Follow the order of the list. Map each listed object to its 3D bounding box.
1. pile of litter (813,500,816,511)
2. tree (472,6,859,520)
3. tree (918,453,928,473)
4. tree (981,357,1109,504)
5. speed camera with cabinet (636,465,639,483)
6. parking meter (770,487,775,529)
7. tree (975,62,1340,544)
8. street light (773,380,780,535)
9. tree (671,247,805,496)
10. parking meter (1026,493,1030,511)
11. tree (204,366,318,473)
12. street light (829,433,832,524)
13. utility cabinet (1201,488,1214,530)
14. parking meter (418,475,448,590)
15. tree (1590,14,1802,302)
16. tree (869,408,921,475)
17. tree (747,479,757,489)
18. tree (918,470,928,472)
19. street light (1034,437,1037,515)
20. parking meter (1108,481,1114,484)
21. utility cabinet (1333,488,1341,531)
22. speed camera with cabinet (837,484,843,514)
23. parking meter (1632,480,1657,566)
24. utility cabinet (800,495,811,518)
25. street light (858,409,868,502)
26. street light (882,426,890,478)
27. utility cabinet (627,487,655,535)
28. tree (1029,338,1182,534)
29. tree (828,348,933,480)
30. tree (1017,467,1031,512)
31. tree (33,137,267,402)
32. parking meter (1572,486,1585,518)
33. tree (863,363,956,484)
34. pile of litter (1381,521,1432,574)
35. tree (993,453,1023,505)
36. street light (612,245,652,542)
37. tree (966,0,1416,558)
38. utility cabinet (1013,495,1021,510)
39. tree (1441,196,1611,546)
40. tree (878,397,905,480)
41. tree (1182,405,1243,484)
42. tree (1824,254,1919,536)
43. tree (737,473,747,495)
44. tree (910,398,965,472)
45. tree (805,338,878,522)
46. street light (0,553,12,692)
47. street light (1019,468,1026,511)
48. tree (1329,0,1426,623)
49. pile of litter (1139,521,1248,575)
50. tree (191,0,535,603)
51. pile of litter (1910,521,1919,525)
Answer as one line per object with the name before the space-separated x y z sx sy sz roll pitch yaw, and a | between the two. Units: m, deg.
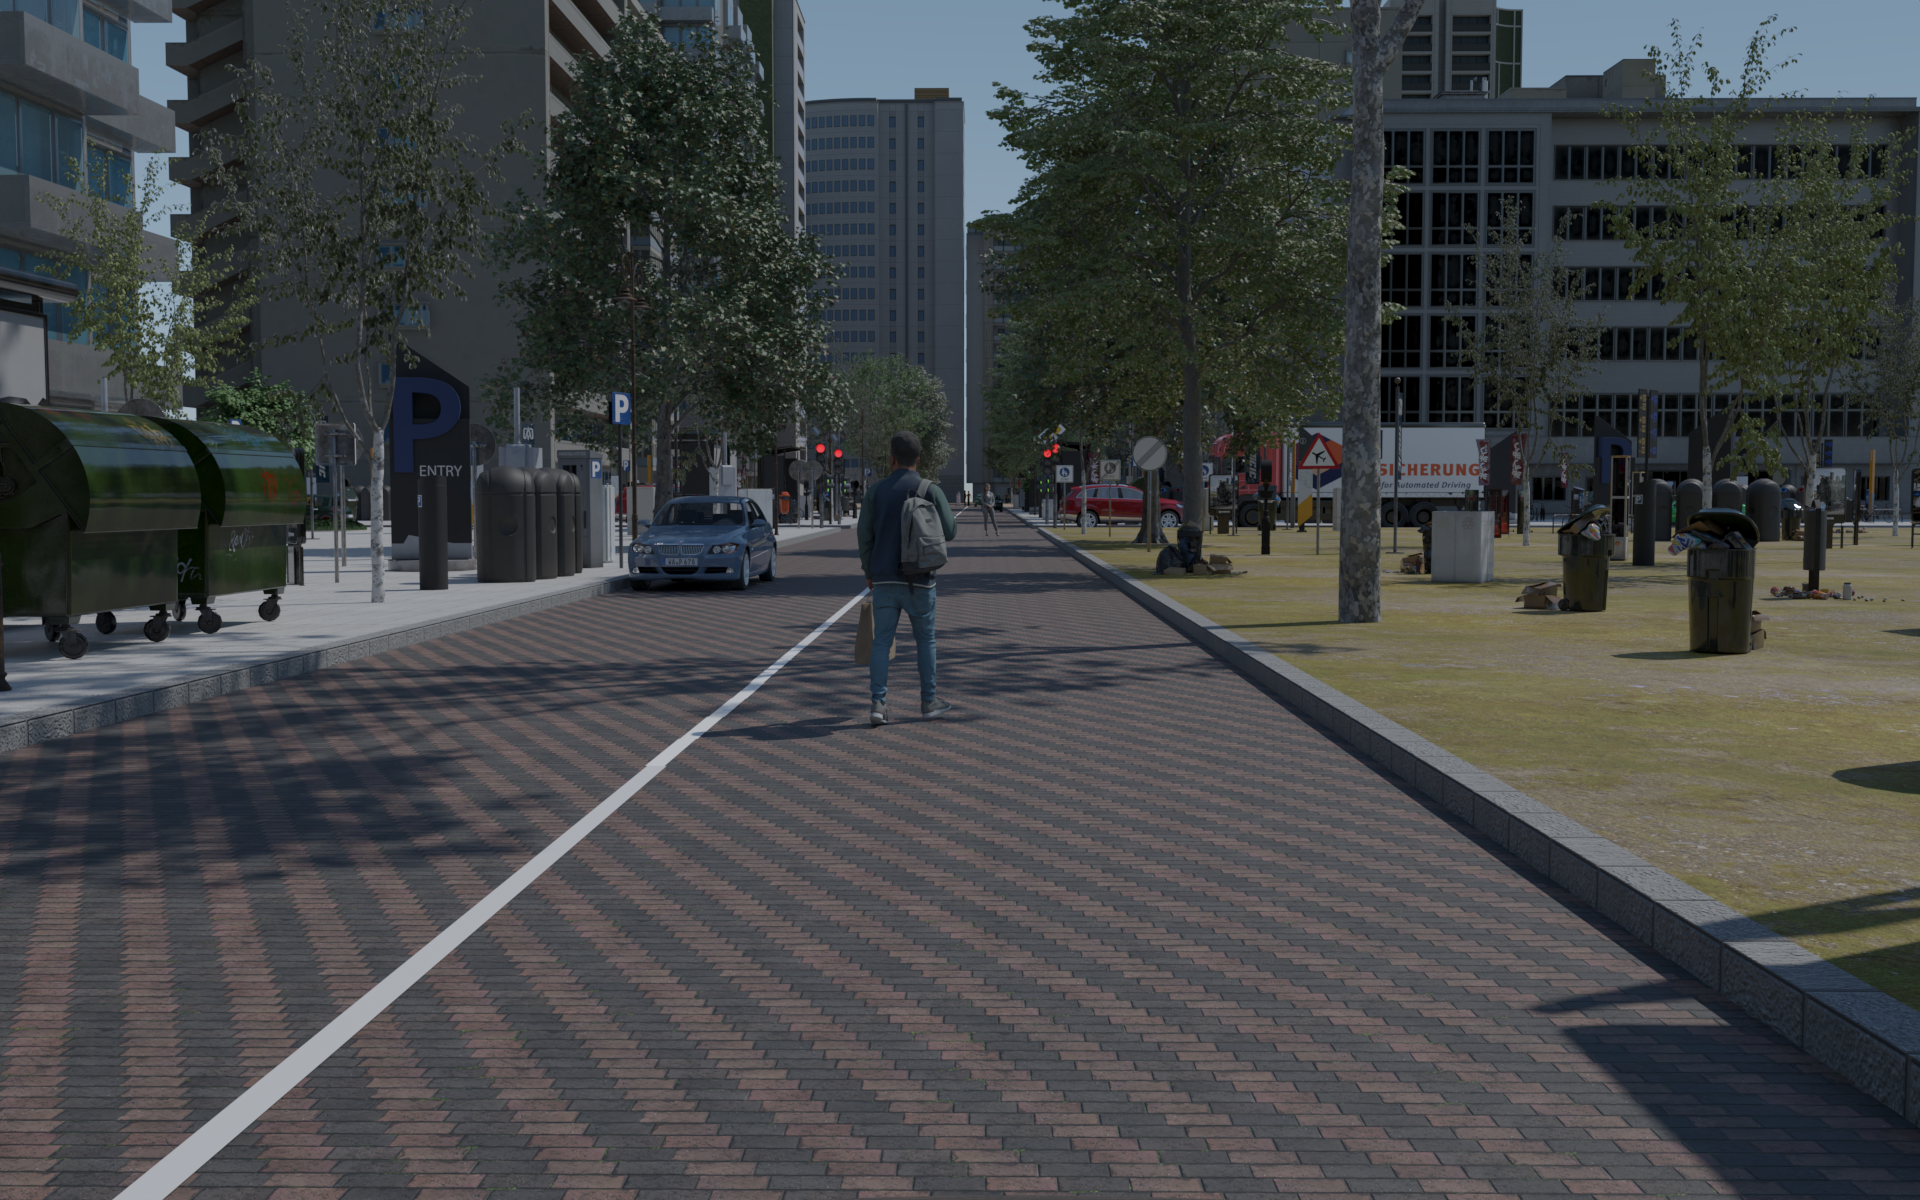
pile of litter | -11.053 -7.131 130.551 1.719 0.858 1.176 3 4 39
tree | -6.951 -7.581 40.954 9.611 12.733 9.660 0 3 0
tree | -4.492 -14.900 193.973 4.360 8.622 3.978 0 3 0
tree | 5.092 -10.042 98.601 7.601 10.594 8.767 1 4 12
speed camera with cabinet | -21.965 -7.551 117.794 0.660 3.252 2.038 1 4 9
parking meter | -6.984 -3.399 63.988 0.372 1.533 0.369 0 3 0
tree | 5.042 -7.819 44.845 9.611 12.733 9.660 0 3 0
street light | -5.715 -4.950 53.722 0.468 5.910 1.993 0 4 1
tree | -6.984 -6.071 49.631 4.360 8.622 3.978 0 3 0
parking meter | 5.075 -7.578 129.611 0.255 1.863 0.399 0 4 7
tree | -18.057 -3.728 44.663 4.285 4.588 4.351 0 3 0
street light | -5.480 -6.133 73.065 0.468 5.910 1.993 0 4 1
utility cabinet | 8.647 -3.182 60.711 0.318 1.500 1.173 0 4 -1
parking meter | -7.064 -0.905 23.216 0.372 1.533 0.369 0 3 0
tree | 12.007 -4.693 27.093 4.737 8.622 4.395 0 3 0
tree | -5.124 -11.770 142.807 4.737 8.622 4.395 0 3 0
tree | -13.563 -7.690 120.340 1.663 3.219 1.824 0 3 0
tree | -4.701 -12.488 187.886 4.285 4.588 4.351 0 3 0
street light | 4.552 -8.080 104.901 0.468 5.910 1.993 0 4 1
parking meter | 6.827 -4.447 78.424 0.255 1.863 0.399 0 4 2
utility cabinet | 13.469 -3.127 59.804 1.173 1.500 0.318 -1 4 -15
speed camera with cabinet | -7.868 -7.079 110.079 0.660 3.252 2.038 -2 4 -24
parking meter | 12.259 -1.383 31.021 0.372 1.533 0.369 0 3 0
utility cabinet | -8.542 -5.074 94.125 1.020 1.237 0.306 1 4 21
street light | -5.305 -7.443 94.488 0.468 5.910 1.993 0 4 1
street light | -4.954 -8.739 115.674 0.468 5.910 1.993 0 4 1
utility cabinet | -9.676 -2.711 53.007 1.173 1.500 0.318 3 4 37
tree | 4.176 -6.400 55.002 4.360 8.622 3.978 0 3 0
tree | -5.654 -12.021 122.299 9.928 11.665 9.643 0 3 0
tree | 4.951 -7.885 123.525 1.663 3.219 1.824 0 3 0
tree | -17.266 -5.277 36.641 4.737 8.622 4.395 0 3 0
parking meter | 20.516 -2.999 57.442 0.372 1.533 0.369 0 3 0
tree | -4.997 -16.118 170.180 9.857 13.997 8.962 0 3 0
pile of litter | 7.675 -0.868 28.158 1.719 0.858 1.176 2 4 28
tree | 6.187 -15.867 209.792 4.737 8.622 4.395 0 3 0
street light | -6.110 -3.646 32.405 0.468 5.910 1.993 0 4 1
tree | 3.669 -6.826 29.737 7.486 12.596 7.792 0 3 0
utility cabinet | 4.881 -8.074 143.174 1.020 1.237 0.306 2 4 33
tree | 13.966 -5.636 42.516 4.360 8.622 3.978 0 3 0
tree | -5.610 -9.427 104.485 4.360 8.622 3.978 0 3 0
tree | 11.525 -7.845 78.631 4.360 8.622 3.978 0 3 0
tree | 28.342 -6.236 52.329 4.360 8.622 3.978 0 3 0
tree | -16.526 -8.099 127.019 1.663 3.219 1.824 0 3 0
tree | -4.438 -18.318 209.873 12.009 13.543 11.850 0 3 0
tree | -6.245 -7.974 80.732 4.360 8.622 3.978 0 3 0
street light | -6.285 -2.344 11.114 0.468 5.910 1.993 0 4 1
street light | 4.766 -9.390 126.316 0.468 5.910 1.993 0 4 1
tree | 5.345 -9.802 16.157 12.611 20.169 13.585 0 3 0
pile of litter | 3.867 -0.851 27.872 1.719 0.858 1.176 -1 4 -10
tree | -6.984 -4.288 20.468 4.360 8.622 3.978 0 3 0
pile of litter | 40.221 -3.566 72.262 1.719 0.858 1.176 -2 4 -29
